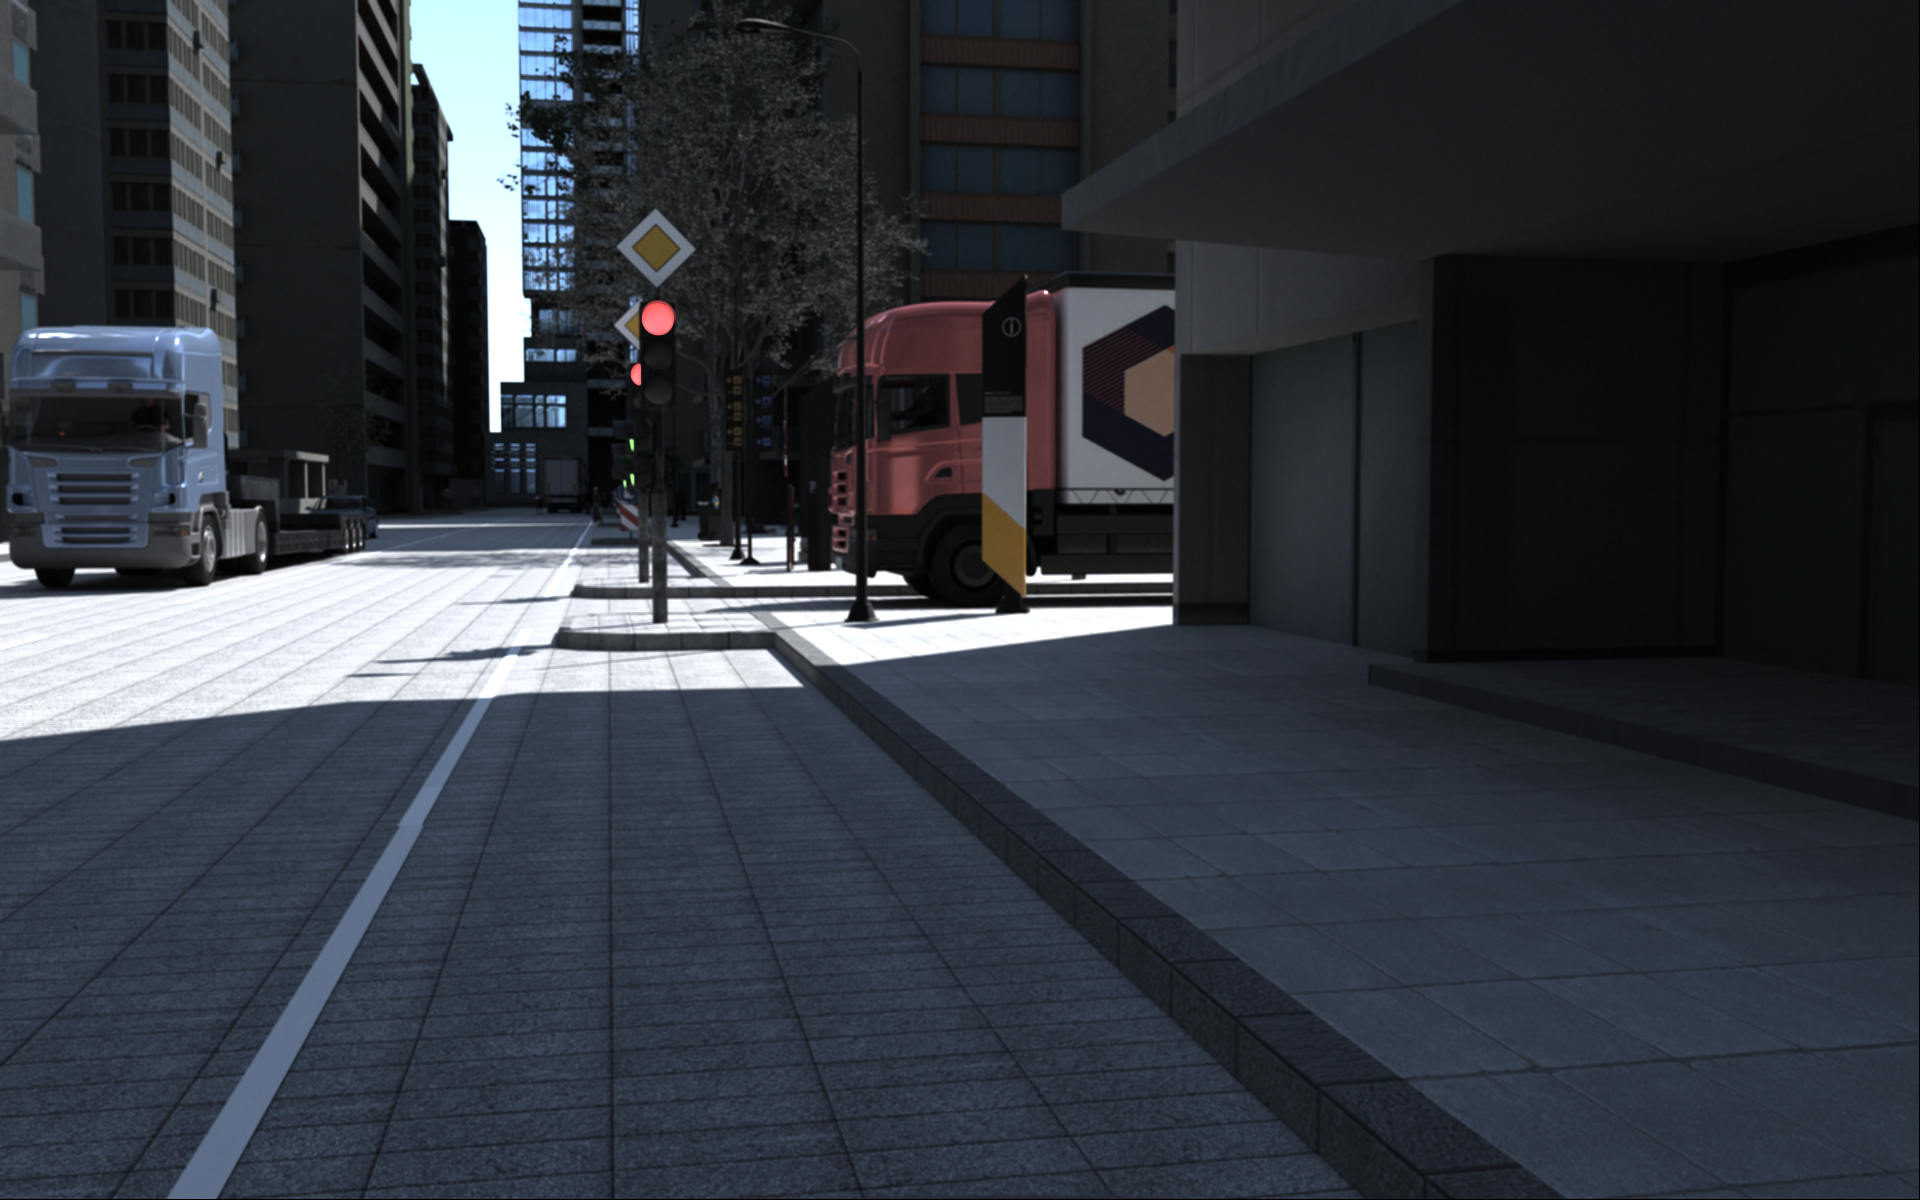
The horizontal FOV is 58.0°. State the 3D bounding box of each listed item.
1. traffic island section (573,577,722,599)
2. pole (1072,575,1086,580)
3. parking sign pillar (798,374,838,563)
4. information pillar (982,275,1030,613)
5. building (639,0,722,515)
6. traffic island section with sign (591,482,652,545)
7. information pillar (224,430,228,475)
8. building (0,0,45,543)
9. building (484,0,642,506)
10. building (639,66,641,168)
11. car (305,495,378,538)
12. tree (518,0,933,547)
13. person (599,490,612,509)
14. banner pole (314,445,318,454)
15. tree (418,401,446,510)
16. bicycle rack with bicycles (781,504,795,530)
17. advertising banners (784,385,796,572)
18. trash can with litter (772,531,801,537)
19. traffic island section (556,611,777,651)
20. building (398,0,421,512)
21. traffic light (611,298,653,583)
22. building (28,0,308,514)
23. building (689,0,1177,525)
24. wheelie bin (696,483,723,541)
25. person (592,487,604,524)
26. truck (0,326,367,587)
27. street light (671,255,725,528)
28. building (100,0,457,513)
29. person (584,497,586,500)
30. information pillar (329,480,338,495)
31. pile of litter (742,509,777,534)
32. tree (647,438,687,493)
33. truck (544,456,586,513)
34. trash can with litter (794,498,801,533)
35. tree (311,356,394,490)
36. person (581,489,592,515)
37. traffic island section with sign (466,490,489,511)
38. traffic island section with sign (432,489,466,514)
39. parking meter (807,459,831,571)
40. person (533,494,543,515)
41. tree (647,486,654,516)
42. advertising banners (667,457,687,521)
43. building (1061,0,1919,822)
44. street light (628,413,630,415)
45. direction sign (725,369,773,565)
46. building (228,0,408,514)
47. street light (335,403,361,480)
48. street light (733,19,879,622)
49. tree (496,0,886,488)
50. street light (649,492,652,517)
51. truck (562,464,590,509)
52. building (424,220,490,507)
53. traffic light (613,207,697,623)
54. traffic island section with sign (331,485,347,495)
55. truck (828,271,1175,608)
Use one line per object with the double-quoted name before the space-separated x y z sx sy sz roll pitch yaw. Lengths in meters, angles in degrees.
"traffic island section" -4.554 -0.172 25.088 2.009 0.180 2.903 -1 4 -11
"pole" 1.786 -1.961 25.907 0.158 3.312 0.155 0 3 0
"parking sign pillar" -2.373 -2.721 32.956 1.447 3.967 1.447 0 4 0
"information pillar" 0.491 -1.669 18.648 0.504 3.616 0.183 1 4 13
"building" -10.472 -30.145 116.568 21.300 48.544 21.600 -1 4 -11
"traffic island section with sign" -9.496 -2.492 49.374 1.989 1.847 2.006 -1 4 -11
"information pillar" -25.370 -4.185 59.782 0.183 3.616 0.504 0 4 -6
"building" -33.131 -25.335 33.844 23.786 49.044 30.456 -1 4 -11
"building" -36.208 -53.701 190.679 31.000 86.520 22.319 -1 4 -11
"building" -15.343 -36.628 140.868 21.231 58.520 28.212 -1 4 -11
"car" -19.642 -2.631 55.025 2.014 1.417 4.499 -1 4 -10
"tree" -5.604 -8.056 42.091 12.009 13.543 11.850 0 3 0
"person" -31.996 -9.018 156.041 1.348 1.812 0.705 1 4 12
"banner pole" -32.629 -5.981 87.814 0.401 3.779 0.863 -1 4 -8
"tree" -42.524 -11.347 135.888 4.360 8.622 3.978 0 3 0
"bicycle rack with bicycles" -5.475 -3.061 63.434 2.852 0.926 2.925 -1 4 -8
"advertising banners" -2.848 -1.997 28.837 0.090 3.025 2.074 0 4 -2
"trash can with litter" -4.735 -2.535 52.510 2.233 1.210 1.678 3 5 41
"traffic island section" -2.965 0.307 17.262 2.009 0.180 2.903 -1 4 -11
"building" -46.624 -26.856 122.697 14.154 41.232 14.086 -1 4 -11
"traffic light" -4.595 -2.205 24.966 0.839 4.253 0.868 -1 4 -11
"building" -42.985 -23.004 67.993 32.217 40.220 23.993 -1 4 -11
"building" -1.138 -26.054 80.606 22.147 44.769 28.867 -1 4 -11
"wheelie bin" -6.838 -2.439 47.779 0.693 1.594 0.980 -3 5 -42
"person" -17.537 -4.568 83.613 0.576 1.772 0.534 2 4 35
"truck" -14.213 -2.684 33.637 2.967 4.110 18.799 -1 4 -11
"street light" -4.876 -3.736 33.623 1.470 5.913 1.316 -1 4 -11
"building" -57.452 -28.181 152.633 23.993 40.220 32.217 -1 4 -11
"person" -33.212 -8.910 154.180 0.705 1.824 1.348 -2 4 -29
"information pillar" -31.639 -5.077 87.502 0.304 2.012 0.304 1 4 22
"pile of litter" -6.528 -2.589 56.291 1.176 0.858 1.719 0 4 -3
"tree" -16.759 -6.865 95.954 4.285 4.588 4.351 0 3 0
"truck" -30.621 -8.899 134.407 2.839 4.237 11.283 -1 4 -10
"trash can with litter" -5.015 -2.778 56.805 0.624 1.170 1.055 2 4 23
"tree" -33.094 -8.761 93.600 4.737 8.622 4.395 0 3 0
"person" -26.088 -6.913 121.543 0.705 1.822 1.348 3 4 37
"traffic island section with sign" -41.792 -8.622 149.595 1.989 1.847 2.006 -1 4 -11
"traffic island section with sign" -36.435 -7.006 123.175 1.989 1.847 2.006 -1 4 -11
"parking meter" -2.365 -1.425 29.013 0.255 1.863 0.399 -3 4 -38
"person" -29.422 -6.665 120.661 0.799 1.438 0.628 0 4 3
"tree" -18.182 -6.552 101.730 1.663 3.219 1.824 0 3 0
"advertising banners" -13.545 -5.298 82.808 0.090 3.025 2.074 1 4 15
"building" 15.379 -25.470 5.666 28.713 52.752 27.495 -1 4 -11
"street light" -18.198 -7.728 98.890 1.470 5.913 1.316 -1 4 -11
"direction sign" -3.838 -2.418 31.538 0.876 3.537 0.379 0 4 6
"building" -45.882 -29.374 103.969 21.300 48.544 21.600 -1 4 -11
"street light" -31.339 -7.104 88.696 1.470 5.913 1.316 -1 4 -11
"street light" -1.524 -2.733 17.226 1.470 5.913 1.316 -1 4 -11
"tree" -8.931 -12.327 57.434 12.611 20.169 13.585 0 3 0
"street light" -11.489 -5.732 66.266 1.470 5.913 1.316 -1 4 -11
"truck" -36.727 -10.731 164.360 2.839 4.237 11.283 -1 4 -11
"building" -57.346 -25.166 183.158 14.107 30.474 14.160 -1 4 -11
"traffic light" -3.006 -1.726 17.140 0.839 4.253 0.868 -1 4 -11
"traffic island section with sign" -26.354 -3.969 73.521 1.989 1.847 2.006 -1 4 -11
"truck" 3.266 -2.112 23.443 11.283 4.237 2.839 -1 4 -13
